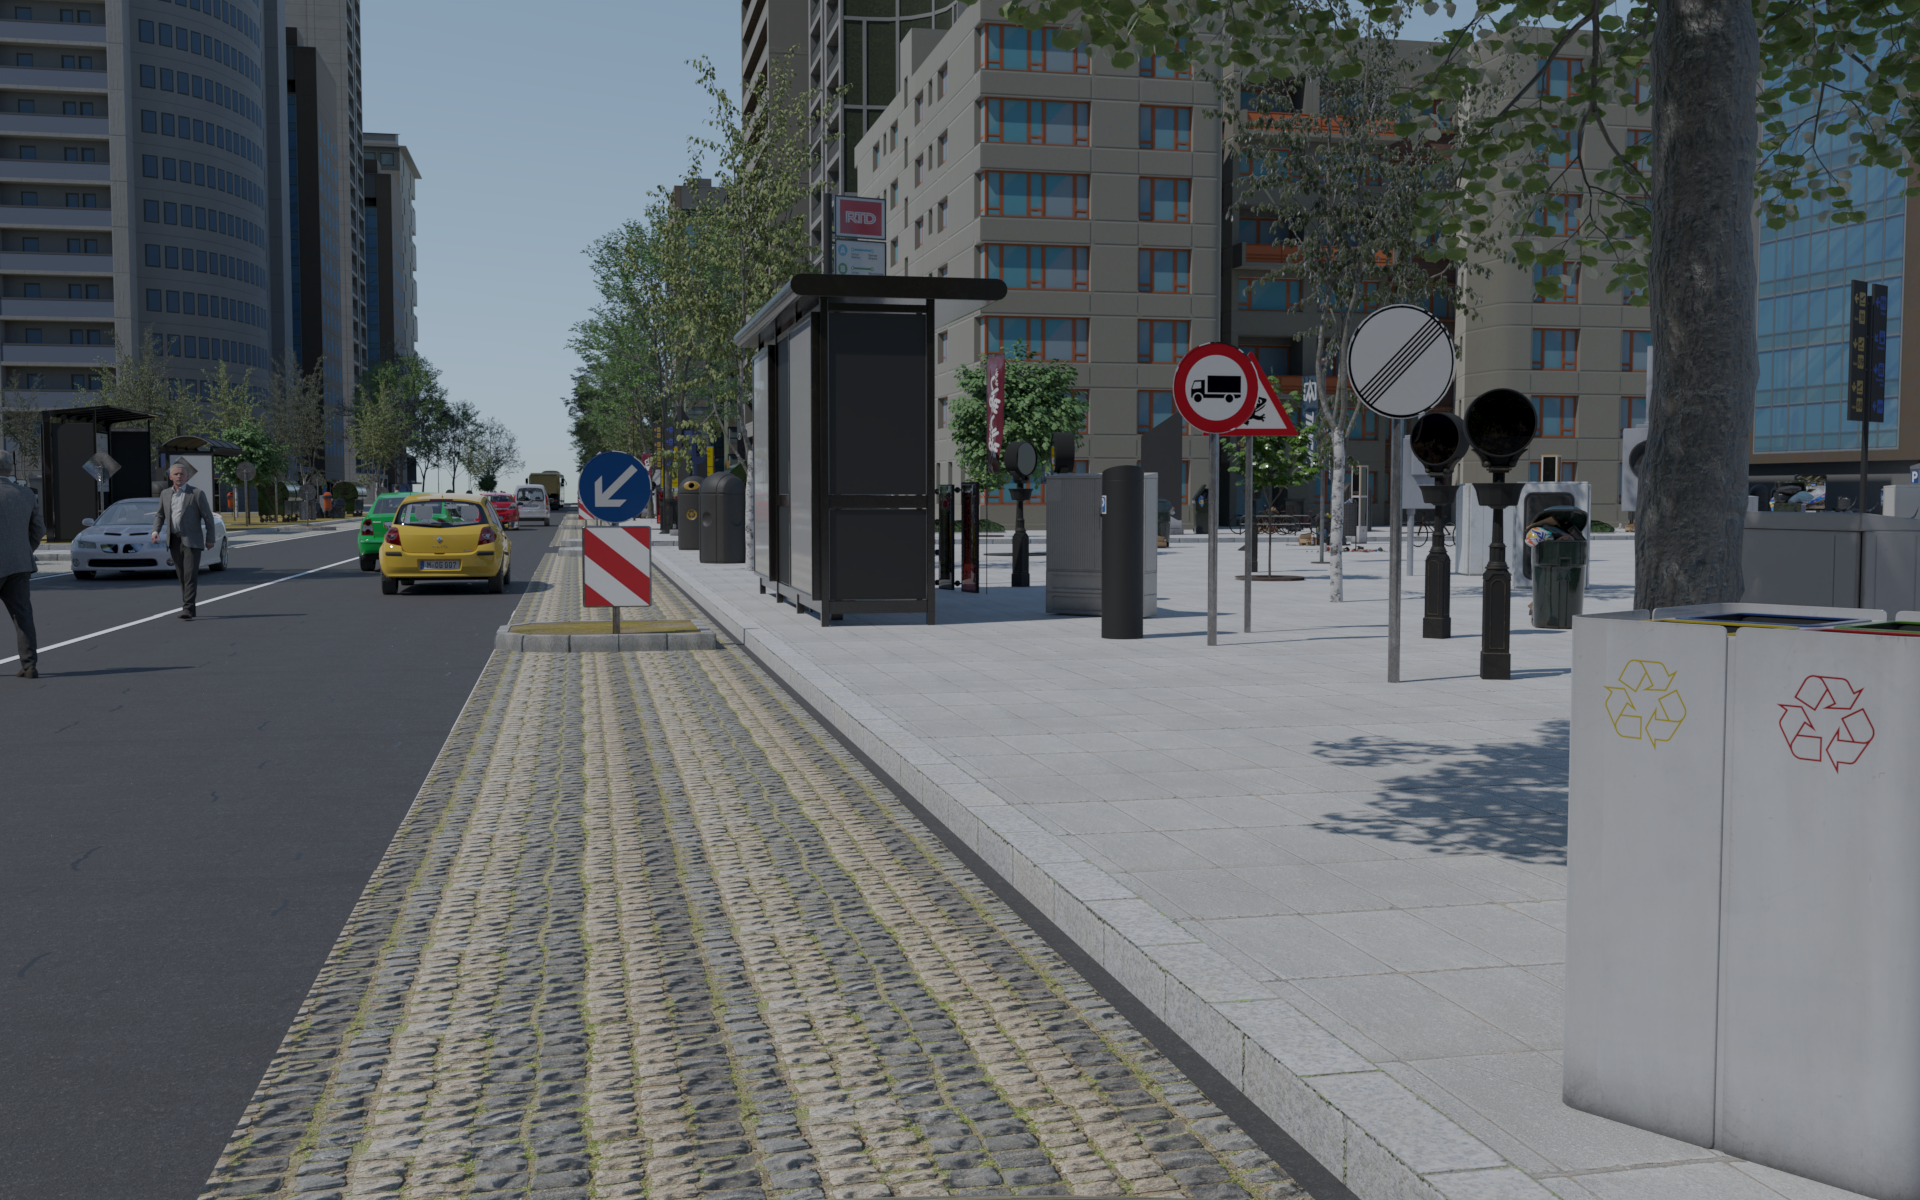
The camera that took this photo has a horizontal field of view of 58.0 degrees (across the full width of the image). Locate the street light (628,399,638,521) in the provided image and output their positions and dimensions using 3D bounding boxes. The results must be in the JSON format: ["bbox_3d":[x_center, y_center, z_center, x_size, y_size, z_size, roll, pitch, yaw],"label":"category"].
[{"bbox_3d":[-15.671,-6.751,83.168,0.468,5.910,1.993,-1,4,-12],"label":"street light"}]

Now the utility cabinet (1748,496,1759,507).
[{"bbox_3d":[26.817,-2.926,59.004,1.020,1.237,0.306,-3,5,-40],"label":"utility cabinet"}]

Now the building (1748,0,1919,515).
[{"bbox_3d":[45.038,-26.144,77.569,14.200,45.320,14.600,-1,4,-12],"label":"building"}]

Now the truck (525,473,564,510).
[{"bbox_3d":[-37.463,-9.800,156.149,3.469,3.379,9.791,-1,4,-13],"label":"truck"}]

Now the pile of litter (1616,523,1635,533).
[{"bbox_3d":[22.816,-2.696,58.045,1.719,0.858,1.176,2,4,24],"label":"pile of litter"}]

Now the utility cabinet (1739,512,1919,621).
[{"bbox_3d":[3.034,0.294,6.361,0.306,1.237,1.020,-1,4,-15],"label":"utility cabinet"}]

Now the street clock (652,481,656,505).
[{"bbox_3d":[-17.176,-5.630,96.622,0.471,2.002,0.358,0,4,-3],"label":"street clock"}]

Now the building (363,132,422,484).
[{"bbox_3d":[-94.333,-40.636,253.642,28.713,52.752,27.495,-1,4,-12],"label":"building"}]

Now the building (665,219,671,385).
[{"bbox_3d":[-34.229,-37.509,267.897,22.147,44.769,28.867,-1,4,-12],"label":"building"}]

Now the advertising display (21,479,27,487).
[{"bbox_3d":[-41.243,-4.304,75.588,0.974,1.923,0.123,-3,5,-40],"label":"advertising display"}]

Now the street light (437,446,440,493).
[{"bbox_3d":[-47.641,-11.340,158.193,0.468,5.910,1.993,-1,4,-12],"label":"street light"}]

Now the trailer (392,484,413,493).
[{"bbox_3d":[-32.612,-5.758,101.191,1.471,1.999,3.904,-1,4,-13],"label":"trailer"}]

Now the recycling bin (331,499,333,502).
[{"bbox_3d":[-39.805,-5.933,109.562,0.722,1.027,0.722,-1,4,-11],"label":"recycling bin"}]

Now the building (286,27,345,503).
[{"bbox_3d":[-68.925,-31.784,169.779,14.600,45.320,14.200,-1,4,-12],"label":"building"}]

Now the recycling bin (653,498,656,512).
[{"bbox_3d":[-21.219,-6.695,122.016,0.722,1.027,0.722,1,4,12],"label":"recycling bin"}]

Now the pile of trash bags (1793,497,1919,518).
[{"bbox_3d":[14.327,-1.047,26.870,3.447,1.369,1.912,-1,4,-22],"label":"pile of trash bags"}]

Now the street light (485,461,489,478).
[{"bbox_3d":[-65.460,-16.319,239.598,0.468,5.910,1.993,-1,4,-12],"label":"street light"}]

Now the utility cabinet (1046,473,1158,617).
[{"bbox_3d":[1.472,-0.579,18.140,1.173,1.500,0.318,2,4,34],"label":"utility cabinet"}]

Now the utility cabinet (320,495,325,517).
[{"bbox_3d":[-34.414,-5.036,93.502,0.306,1.237,1.020,-1,4,-21],"label":"utility cabinet"}]

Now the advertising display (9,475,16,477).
[{"bbox_3d":[-32.500,-3.284,58.903,0.123,1.923,0.974,1,4,18],"label":"advertising display"}]

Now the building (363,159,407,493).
[{"bbox_3d":[-83.078,-35.736,234.398,14.600,45.320,14.200,-1,4,-12],"label":"building"}]

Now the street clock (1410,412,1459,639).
[{"bbox_3d":[4.249,-0.661,15.376,0.471,2.002,0.358,3,5,40],"label":"street clock"}]

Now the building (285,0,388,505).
[{"bbox_3d":[-83.029,-47.541,215.539,20.563,71.187,20.611,-1,4,-12],"label":"building"}]

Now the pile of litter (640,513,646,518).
[{"bbox_3d":[-17.605,-4.874,93.647,1.176,0.858,1.719,-2,4,-30],"label":"pile of litter"}]

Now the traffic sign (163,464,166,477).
[{"bbox_3d":[-30.326,-4.077,66.764,0.768,2.556,0.104,0,4,-4],"label":"traffic sign"}]

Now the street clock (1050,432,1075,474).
[{"bbox_3d":[1.204,-0.968,20.402,0.358,2.002,0.471,0,4,-5],"label":"street clock"}]

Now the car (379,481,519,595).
[{"bbox_3d":[-7.731,-0.979,26.228,2.015,1.641,3.980,-1,4,-12],"label":"car"}]

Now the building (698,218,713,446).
[{"bbox_3d":[-19.694,-25.137,182.693,14.160,30.474,14.107,-1,4,-12],"label":"building"}]

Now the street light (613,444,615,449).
[{"bbox_3d":[-24.269,-9.094,121.467,0.468,5.910,1.993,-1,4,-12],"label":"street light"}]

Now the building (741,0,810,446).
[{"bbox_3d":[-5.653,-31.448,137.869,21.300,48.544,21.600,-1,4,-12],"label":"building"}]

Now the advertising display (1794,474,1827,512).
[{"bbox_3d":[27.724,-3.137,56.506,0.974,1.923,0.123,1,4,10],"label":"advertising display"}]

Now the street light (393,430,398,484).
[{"bbox_3d":[-39.407,-9.063,120.972,0.468,5.910,1.993,-1,4,-12],"label":"street light"}]

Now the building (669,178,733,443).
[{"bbox_3d":[-33.746,-36.429,245.717,14.600,45.320,14.200,-1,4,-12],"label":"building"}]

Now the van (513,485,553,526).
[{"bbox_3d":[-19.312,-4.336,77.903,2.013,2.044,4.112,-1,4,-14],"label":"van"}]

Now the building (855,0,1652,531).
[{"bbox_3d":[11.835,-14.154,76.458,28.899,21.520,27.650,-1,4,-12],"label":"building"}]

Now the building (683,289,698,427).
[{"bbox_3d":[-30.055,-28.160,232.120,14.160,30.474,14.107,-1,4,-12],"label":"building"}]

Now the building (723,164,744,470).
[{"bbox_3d":[-13.143,-23.448,155.080,14.160,30.474,14.107,-1,4,-12],"label":"building"}]

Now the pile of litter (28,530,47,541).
[{"bbox_3d":[-25.656,-2.044,47.388,1.176,0.858,1.719,-2,4,-27],"label":"pile of litter"}]

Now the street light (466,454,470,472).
[{"bbox_3d":[-57.218,-14.007,201.806,0.468,5.910,1.993,-1,4,-12],"label":"street light"}]

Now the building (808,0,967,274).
[{"bbox_3d":[-0.617,-41.288,113.315,20.563,71.187,20.611,-1,4,-12],"label":"building"}]

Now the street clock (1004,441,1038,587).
[{"bbox_3d":[0.838,-1.183,23.909,0.358,2.002,0.471,3,5,41],"label":"street clock"}]

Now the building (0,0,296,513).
[{"bbox_3d":[-62.729,-35.795,127.243,21.231,58.520,28.212,-1,4,-12],"label":"building"}]

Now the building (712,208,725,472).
[{"bbox_3d":[-16.164,-24.290,168.834,14.160,30.474,14.107,-1,4,-12],"label":"building"}]

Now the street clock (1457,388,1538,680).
[{"bbox_3d":[3.720,-0.453,11.980,0.471,2.002,0.358,1,4,11],"label":"street clock"}]

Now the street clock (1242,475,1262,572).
[{"bbox_3d":[4.795,-1.456,28.369,0.471,2.002,0.358,1,4,10],"label":"street clock"}]

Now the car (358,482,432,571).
[{"bbox_3d":[-10.558,-1.523,33.698,1.959,1.807,4.718,-1,4,-12],"label":"car"}]

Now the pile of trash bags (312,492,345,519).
[{"bbox_3d":[-33.116,-4.939,90.502,1.912,1.369,3.447,-2,4,-24],"label":"pile of trash bags"}]

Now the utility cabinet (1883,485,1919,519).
[{"bbox_3d":[22.934,-2.049,42.186,1.173,1.500,0.318,-2,4,-32],"label":"utility cabinet"}]

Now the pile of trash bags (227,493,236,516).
[{"bbox_3d":[-43.846,-5.567,100.768,3.447,1.369,1.912,-2,4,-29],"label":"pile of trash bags"}]

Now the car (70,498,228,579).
[{"bbox_3d":[-14.348,-1.131,30.858,2.083,1.381,4.827,-1,4,-12],"label":"car"}]

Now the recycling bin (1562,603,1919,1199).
[{"bbox_3d":[1.754,0.549,3.575,0.722,1.027,0.722,-3,5,-40],"label":"recycling bin"}]

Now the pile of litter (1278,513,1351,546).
[{"bbox_3d":[8.942,-1.791,43.242,1.719,0.858,1.176,0,4,4],"label":"pile of litter"}]

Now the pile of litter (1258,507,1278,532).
[{"bbox_3d":[10.285,-2.726,58.529,1.176,0.858,1.719,0,4,1],"label":"pile of litter"}]

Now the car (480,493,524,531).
[{"bbox_3d":[-18.570,-3.687,69.323,2.155,1.783,4.494,-1,4,-14],"label":"car"}]
